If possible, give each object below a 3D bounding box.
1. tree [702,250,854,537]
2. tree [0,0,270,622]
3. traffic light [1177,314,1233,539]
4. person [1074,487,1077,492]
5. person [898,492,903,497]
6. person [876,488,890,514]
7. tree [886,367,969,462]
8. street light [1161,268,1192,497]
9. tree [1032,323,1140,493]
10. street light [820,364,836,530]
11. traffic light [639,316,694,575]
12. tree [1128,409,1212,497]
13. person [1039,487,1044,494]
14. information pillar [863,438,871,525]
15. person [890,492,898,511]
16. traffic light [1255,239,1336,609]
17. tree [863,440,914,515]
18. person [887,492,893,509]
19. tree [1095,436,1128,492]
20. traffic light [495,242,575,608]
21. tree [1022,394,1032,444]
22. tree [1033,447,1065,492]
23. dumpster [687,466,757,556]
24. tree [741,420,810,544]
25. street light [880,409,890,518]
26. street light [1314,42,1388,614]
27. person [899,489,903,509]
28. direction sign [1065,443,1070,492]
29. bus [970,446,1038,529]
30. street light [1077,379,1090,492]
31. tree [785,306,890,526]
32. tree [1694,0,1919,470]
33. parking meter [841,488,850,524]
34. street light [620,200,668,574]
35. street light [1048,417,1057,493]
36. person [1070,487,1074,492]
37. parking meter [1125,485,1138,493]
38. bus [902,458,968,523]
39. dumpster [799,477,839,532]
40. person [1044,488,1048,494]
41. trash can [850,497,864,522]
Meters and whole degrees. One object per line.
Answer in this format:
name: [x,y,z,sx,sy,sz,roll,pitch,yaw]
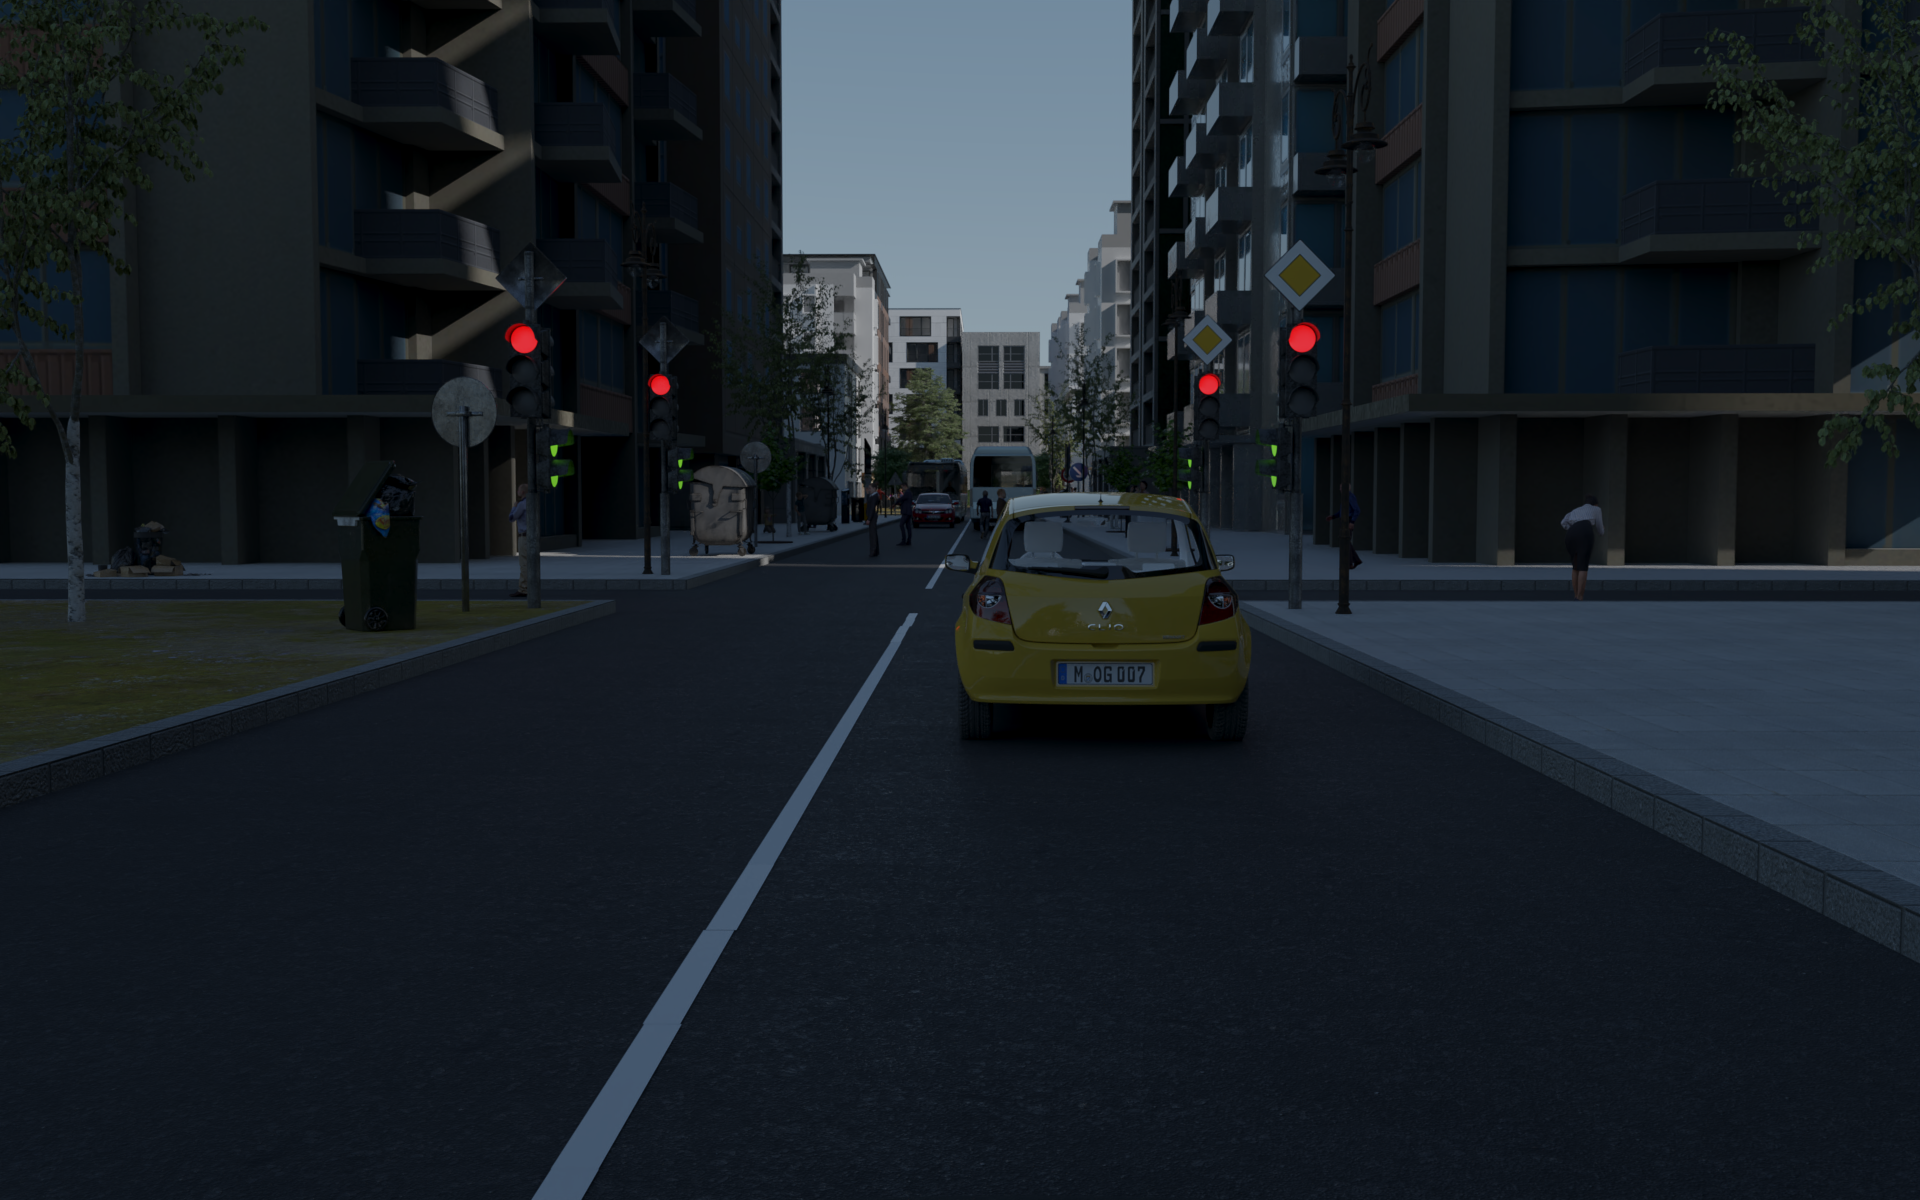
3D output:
tree: [-5.362,-6.192,51.594,4.737,8.622,4.395,0,3,0]
tree: [-9.135,-4.086,17.161,4.737,8.622,4.395,0,3,0]
traffic light: [3.850,-2.343,27.237,0.839,4.253,0.868,0,4,1]
person: [7.705,-6.592,114.531,0.721,1.736,1.217,-2,4,-24]
person: [-4.058,-6.917,122.367,0.697,1.427,0.421,1,4,17]
person: [-5.283,-6.581,113.605,1.348,1.831,0.705,1,4,12]
tree: [-2.838,-14.465,154.624,7.486,12.596,7.792,0,3,0]
street light: [4.429,-3.840,35.576,0.468,5.910,1.993,0,4,1]
tree: [5.651,-7.574,74.190,4.737,8.622,4.395,0,3,0]
street light: [-4.643,-5.401,61.089,0.468,5.910,1.993,0,4,1]
traffic light: [-4.651,-2.350,27.351,0.839,4.253,0.868,0,4,1]
tree: [4.795,-2.703,38.791,1.663,3.219,1.824,0,3,0]
person: [5.434,-6.722,116.495,0.434,1.755,0.990,0,4,-5]
information pillar: [-3.875,-4.973,72.670,0.183,3.616,0.504,2,4,26]
person: [-4.807,-7.263,127.988,0.628,1.438,0.799,3,5,42]
traffic light: [3.728,-1.855,19.253,0.839,4.253,0.868,0,4,1]
tree: [-4.306,-7.505,106.414,4.285,4.588,4.351,0,3,0]
person: [-6.034,-8.600,149.874,0.599,1.433,0.991,2,4,29]
tree: [5.509,-3.861,57.731,1.663,3.219,1.824,0,3,0]
traffic light: [-4.773,-1.862,19.367,0.839,4.253,0.868,0,4,1]
tree: [6.064,-9.729,109.437,4.737,8.622,4.395,0,3,0]
tree: [5.721,-8.397,121.003,4.285,4.588,4.351,0,3,0]
dumpster: [-4.978,-1.865,36.244,1.264,1.857,1.865,0,4,1]
tree: [-5.004,-3.097,45.238,1.663,3.219,1.824,0,3,0]
street light: [-4.044,-7.413,93.985,0.468,5.910,1.993,0,4,1]
street light: [4.110,-2.788,18.373,0.468,5.910,1.993,0,4,1]
person: [-5.110,-8.852,151.490,0.721,1.743,1.217,-3,4,-36]
direction sign: [4.828,-5.243,77.725,0.379,3.537,0.876,-1,4,-10]
bus: [1.870,-4.795,73.265,2.948,3.499,13.247,0,4,2]
street light: [4.910,-5.870,68.767,0.468,5.910,1.993,0,4,1]
tree: [-4.947,-7.166,67.522,4.360,8.622,3.978,0,3,0]
tree: [9.535,-4.035,16.335,4.737,8.622,4.395,0,3,0]
parking meter: [-4.981,-4.093,75.324,0.372,1.533,0.369,0,3,0]
street light: [-5.008,-3.352,27.600,0.468,5.910,1.993,0,4,1]
street light: [5.450,-7.904,102.017,0.468,5.910,1.993,0,4,1]
person: [6.738,-6.059,105.916,0.742,1.727,0.445,-2,4,-34]
parking meter: [5.033,-2.591,50.776,0.372,1.533,0.369,0,3,0]
bus: [-1.080,-5.719,88.363,2.948,3.499,13.247,0,4,2]
dumpster: [-4.838,-3.272,59.248,1.264,1.857,1.865,0,4,1]
person: [6.345,-7.582,130.014,1.348,1.822,0.705,1,4,16]
trash can: [-4.657,-4.111,78.863,0.748,1.137,0.748,0,3,0]
